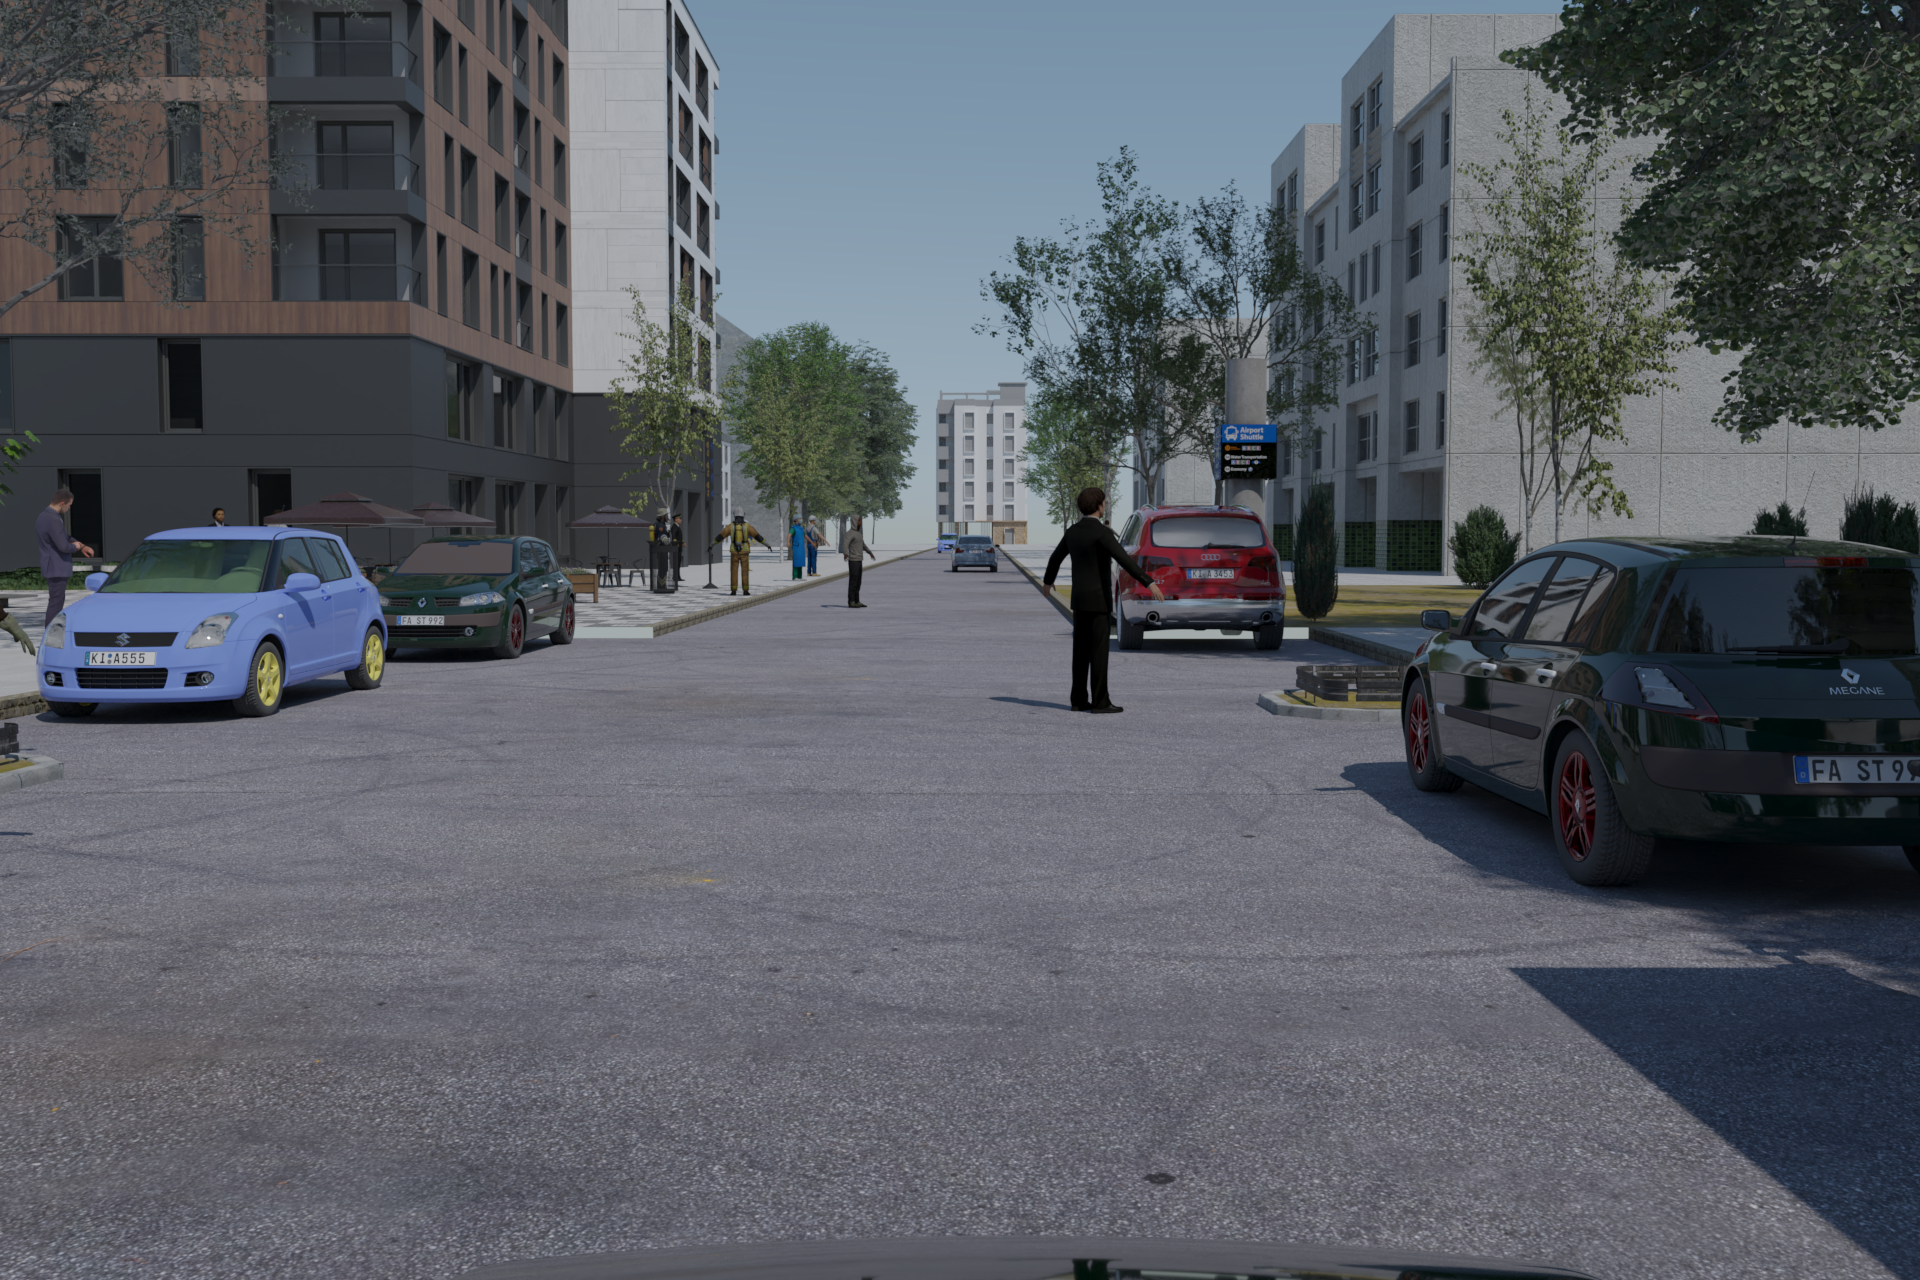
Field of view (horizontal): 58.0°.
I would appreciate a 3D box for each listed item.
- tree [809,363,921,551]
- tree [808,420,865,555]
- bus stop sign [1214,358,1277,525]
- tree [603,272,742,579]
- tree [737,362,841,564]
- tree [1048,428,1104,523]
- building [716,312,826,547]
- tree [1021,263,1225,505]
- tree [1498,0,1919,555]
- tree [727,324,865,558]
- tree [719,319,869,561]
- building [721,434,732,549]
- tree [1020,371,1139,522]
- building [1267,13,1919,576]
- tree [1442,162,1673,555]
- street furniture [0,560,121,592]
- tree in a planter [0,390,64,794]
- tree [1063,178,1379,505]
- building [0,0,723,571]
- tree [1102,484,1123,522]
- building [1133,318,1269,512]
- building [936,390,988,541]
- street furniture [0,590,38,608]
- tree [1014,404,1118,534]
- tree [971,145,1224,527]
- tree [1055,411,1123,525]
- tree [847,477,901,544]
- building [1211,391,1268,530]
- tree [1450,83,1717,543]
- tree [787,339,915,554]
[{"bbox_3d":[-7.619,-13.598,128.986,9.857,13.997,8.962,0,3,0],"label":"tree"},{"bbox_3d":[-7.425,-9.473,105.242,4.360,8.622,3.978,0,3,0],"label":"tree"},{"bbox_3d":[4.322,-2.279,26.278,0.837,3.901,0.837,0,4,2],"label":"bus stop sign"},{"bbox_3d":[-8.338,-6.057,49.392,4.737,8.622,4.395,0,3,0],"label":"tree"},{"bbox_3d":[-7.522,-7.626,75.051,4.737,8.622,4.395,0,3,0],"label":"tree"},{"bbox_3d":[8.114,-10.215,117.371,4.737,8.622,4.395,0,3,0],"label":"tree"},{"bbox_3d":[-24.068,-21.291,179.033,19.493,23.208,18.063,0,4,1],"label":"building"},{"bbox_3d":[6.592,-7.648,59.453,8.767,10.594,7.601,-2,4,-31],"label":"tree"},{"bbox_3d":[9.660,-6.727,16.637,9.857,13.997,8.962,0,3,0],"label":"tree"},{"bbox_3d":[-8.847,-10.750,93.884,7.486,12.596,7.792,0,3,0],"label":"tree"},{"bbox_3d":[-7.988,-9.630,83.213,9.928,11.665,9.643,0,3,0],"label":"tree"},{"bbox_3d":[-24.165,-12.666,149.236,9.099,9.664,28.070,0,4,1],"label":"building"},{"bbox_3d":[7.534,-11.206,108.975,9.928,11.665,9.643,0,3,0],"label":"tree"},{"bbox_3d":[23.166,-12.306,67.661,16.747,18.905,31.486,0,4,0],"label":"building"},{"bbox_3d":[11.397,-5.172,34.921,4.360,8.622,3.978,0,3,0],"label":"tree"},{"bbox_3d":[-24.039,-1.492,40.026,10.072,0.657,5.734,0,4,-8],"label":"street furniture"},{"bbox_3d":[-6.271,-0.759,9.625,1.991,3.239,1.994,0,4,1],"label":"tree in a planter"},{"bbox_3d":[6.797,-6.851,46.419,8.767,10.594,7.601,1,4,11],"label":"tree"},{"bbox_3d":[-24.536,-13.234,60.347,27.936,21.610,32.646,0,4,0],"label":"building"},{"bbox_3d":[18.029,-16.134,214.159,4.737,8.622,4.395,0,3,0],"label":"tree"},{"bbox_3d":[24.666,-17.356,150.236,16.747,18.905,31.486,0,4,1],"label":"building"},{"bbox_3d":[-2.719,-22.093,220.104,11.380,20.090,16.016,0,4,3],"label":"building"},{"bbox_3d":[-19.390,-1.310,28.280,9.812,1.723,11.010,1,4,22],"label":"street furniture"},{"bbox_3d":[7.737,-12.188,125.028,9.928,11.665,9.643,0,3,0],"label":"tree"},{"bbox_3d":[6.941,-14.146,87.169,12.611,20.169,13.585,0,3,0],"label":"tree"},{"bbox_3d":[7.801,-9.201,100.800,4.737,8.622,4.395,0,3,0],"label":"tree"},{"bbox_3d":[-10.544,-17.223,216.005,7.601,10.594,8.767,0,4,-8],"label":"tree"},{"bbox_3d":[21.058,-9.757,101.681,9.099,9.664,28.070,0,4,1],"label":"building"},{"bbox_3d":[10.204,-4.787,28.628,4.737,8.622,4.395,0,3,0],"label":"tree"},{"bbox_3d":[-7.821,-12.700,114.301,9.857,13.997,8.962,0,3,0],"label":"tree"}]
